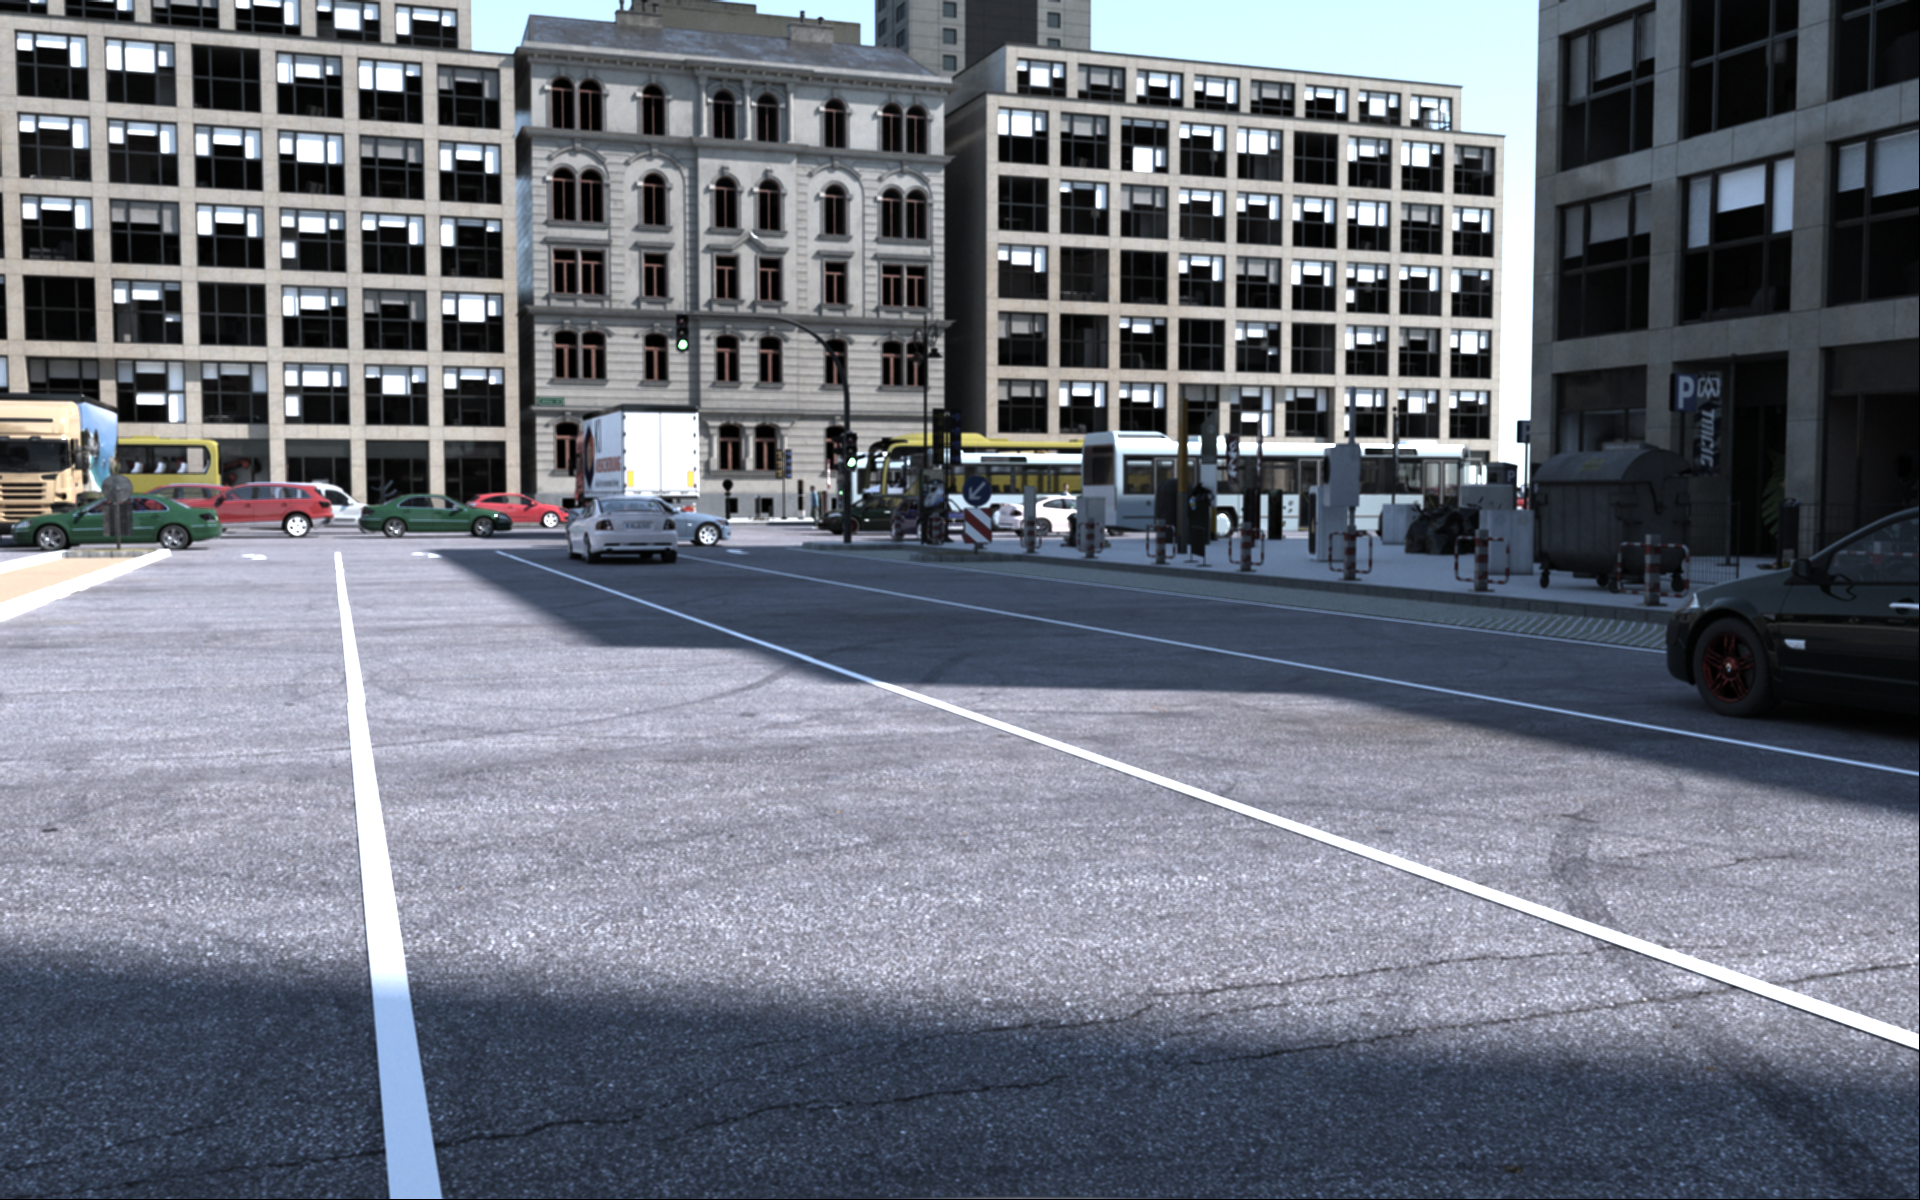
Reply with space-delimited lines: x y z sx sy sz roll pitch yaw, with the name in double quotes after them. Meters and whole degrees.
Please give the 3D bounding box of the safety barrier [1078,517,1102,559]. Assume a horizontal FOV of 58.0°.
2.589 -1.236 34.482 0.300 0.817 1.120 -1 4 -20 "safety barrier"

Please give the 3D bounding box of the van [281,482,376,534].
-22.779 -3.402 62.626 4.112 2.044 2.013 -1 4 -21 "van"

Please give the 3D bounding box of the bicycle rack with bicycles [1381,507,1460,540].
13.124 -2.112 47.918 2.925 0.926 2.852 -3 5 -43 "bicycle rack with bicycles"

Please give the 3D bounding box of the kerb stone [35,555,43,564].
-18.825 -0.791 35.194 0.120 0.150 1.000 -1 4 -20 "kerb stone"

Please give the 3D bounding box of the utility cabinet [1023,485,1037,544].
1.811 -2.194 44.549 0.318 1.500 1.173 0 4 4 "utility cabinet"

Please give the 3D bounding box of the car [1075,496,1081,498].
5.710 -3.474 65.595 4.718 1.807 1.959 -1 4 -20 "car"

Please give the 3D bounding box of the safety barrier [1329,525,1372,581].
5.787 -0.698 25.695 0.300 0.817 1.120 -1 4 -20 "safety barrier"

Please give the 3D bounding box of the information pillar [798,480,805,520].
-8.018 -5.072 87.413 0.304 2.012 0.304 1 4 8 "information pillar"

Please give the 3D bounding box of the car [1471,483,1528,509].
18.583 -3.337 63.226 2.281 1.827 5.304 -1 4 -22 "car"

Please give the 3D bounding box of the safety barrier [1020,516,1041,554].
1.528 -1.415 37.413 0.300 0.817 1.120 -1 4 -20 "safety barrier"

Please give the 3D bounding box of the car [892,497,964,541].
-0.837 -2.510 53.624 1.945 1.354 3.894 -1 4 -20 "car"

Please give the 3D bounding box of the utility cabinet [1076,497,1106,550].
3.052 -1.793 40.472 0.306 1.237 1.020 2 4 29 "utility cabinet"

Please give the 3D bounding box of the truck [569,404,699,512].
-11.347 -4.315 59.456 2.839 4.237 11.283 -1 4 -21 "truck"

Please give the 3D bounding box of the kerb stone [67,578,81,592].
-12.972 -0.180 25.212 0.120 0.150 1.000 -1 4 -20 "kerb stone"

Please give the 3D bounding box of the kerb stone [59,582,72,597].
-12.606 -0.122 24.247 0.120 0.150 1.000 -1 4 -20 "kerb stone"

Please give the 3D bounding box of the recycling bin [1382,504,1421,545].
11.245 -1.931 44.123 0.722 1.027 0.722 3 5 44 "recycling bin"

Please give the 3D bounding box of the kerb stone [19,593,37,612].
-11.548 0.052 21.340 0.120 0.150 1.000 -1 4 -20 "kerb stone"

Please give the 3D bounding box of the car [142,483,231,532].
-28.783 -3.336 63.221 5.304 1.827 2.281 -1 4 -19 "car"

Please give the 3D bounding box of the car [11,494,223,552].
-21.604 -1.998 44.467 4.920 1.459 2.131 -1 4 -19 "car"

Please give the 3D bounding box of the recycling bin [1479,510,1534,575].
8.752 -0.930 27.760 0.722 1.027 0.722 0 4 5 "recycling bin"

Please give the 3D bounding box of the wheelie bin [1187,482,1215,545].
6.098 -2.208 44.004 0.693 1.594 0.980 1 4 14 "wheelie bin"

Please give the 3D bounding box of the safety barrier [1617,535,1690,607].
7.925 -0.339 19.819 0.300 0.817 1.120 -1 4 -20 "safety barrier"

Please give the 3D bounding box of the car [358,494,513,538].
-17.383 -2.795 57.492 4.920 1.459 2.131 -1 4 -21 "car"

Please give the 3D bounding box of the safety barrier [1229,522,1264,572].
4.727 -0.877 28.621 0.300 0.817 1.120 -1 4 -20 "safety barrier"

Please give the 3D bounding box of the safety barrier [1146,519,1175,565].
3.657 -1.057 31.560 0.300 0.817 1.120 -1 4 -20 "safety barrier"

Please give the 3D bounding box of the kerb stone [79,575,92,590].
-13.305 -0.244 26.190 0.120 0.150 1.000 -1 4 -20 "kerb stone"

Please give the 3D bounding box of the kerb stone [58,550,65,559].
-19.881 -0.973 38.098 0.120 0.150 1.000 -1 4 -20 "kerb stone"

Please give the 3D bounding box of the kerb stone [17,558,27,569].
-18.122 -0.676 33.253 0.120 0.150 1.000 -1 4 -20 "kerb stone"

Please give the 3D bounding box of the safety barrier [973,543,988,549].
0.462 -1.594 40.337 0.300 0.817 1.120 -1 4 -20 "safety barrier"

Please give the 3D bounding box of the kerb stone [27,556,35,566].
-18.478 -0.736 34.223 0.120 0.150 1.000 -1 4 -20 "kerb stone"

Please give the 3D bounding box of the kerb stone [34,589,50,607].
-11.901 -0.007 22.305 0.120 0.150 1.000 -1 4 -20 "kerb stone"

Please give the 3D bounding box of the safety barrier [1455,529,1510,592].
6.855 -0.519 22.765 0.300 0.817 1.120 -1 4 -20 "safety barrier"

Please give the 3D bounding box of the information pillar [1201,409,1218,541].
6.895 -3.458 47.892 0.504 3.616 0.183 3 5 39 "information pillar"

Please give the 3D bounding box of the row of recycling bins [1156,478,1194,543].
5.786 -2.417 46.629 1.069 1.692 3.534 0 4 7 "row of recycling bins"

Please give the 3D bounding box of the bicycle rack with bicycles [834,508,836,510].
-5.232 -4.710 90.388 2.925 0.926 2.852 0 4 -8 "bicycle rack with bicycles"

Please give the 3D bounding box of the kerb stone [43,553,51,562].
-19.185 -0.852 36.160 0.120 0.150 1.000 -1 4 -20 "kerb stone"

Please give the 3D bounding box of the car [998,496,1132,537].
3.669 -2.853 59.009 4.827 1.381 2.083 -1 4 -19 "car"

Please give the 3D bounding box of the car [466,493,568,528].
-18.831 -3.953 73.671 4.494 1.783 2.155 -1 4 -19 "car"

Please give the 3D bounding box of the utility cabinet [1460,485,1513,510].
12.330 -1.952 40.592 1.173 1.500 0.318 1 4 10 "utility cabinet"

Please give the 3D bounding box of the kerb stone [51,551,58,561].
-19.533 -0.914 37.131 0.120 0.150 1.000 -1 4 -20 "kerb stone"

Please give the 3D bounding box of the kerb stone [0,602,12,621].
-11.193 0.112 20.371 0.120 0.150 1.000 -1 4 -20 "kerb stone"

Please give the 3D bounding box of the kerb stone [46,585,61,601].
-12.262 -0.066 23.276 0.120 0.150 1.000 -1 4 -20 "kerb stone"

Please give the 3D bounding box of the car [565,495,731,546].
-8.567 -2.184 47.715 4.499 1.417 2.014 -1 4 -18 "car"

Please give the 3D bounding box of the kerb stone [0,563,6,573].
-17.776 -0.617 32.285 0.120 0.150 1.000 -1 4 -20 "kerb stone"

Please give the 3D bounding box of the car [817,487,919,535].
-2.959 -3.164 61.522 4.222 1.686 2.009 -1 4 -21 "car"

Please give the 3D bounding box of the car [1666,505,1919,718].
6.127 -0.027 10.226 2.009 1.686 4.222 -1 4 -19 "car"

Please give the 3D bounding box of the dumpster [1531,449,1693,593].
8.699 -1.062 23.121 1.264 1.857 1.865 -1 4 -20 "dumpster"

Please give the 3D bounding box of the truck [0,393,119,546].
-26.434 -3.755 50.315 2.839 4.237 11.283 -1 4 -20 "truck"

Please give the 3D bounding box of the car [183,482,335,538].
-23.436 -2.961 57.084 5.304 1.827 2.281 -1 4 -20 "car"

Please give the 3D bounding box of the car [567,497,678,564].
-7.284 -1.519 37.191 2.083 1.381 4.827 -1 4 -20 "car"

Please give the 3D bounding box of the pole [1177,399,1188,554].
4.774 -2.648 37.133 0.158 3.312 0.155 0 3 0 "pole"

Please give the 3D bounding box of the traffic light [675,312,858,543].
-4.903 -4.254 44.222 4.771 5.953 1.251 -1 4 -20 "traffic light"

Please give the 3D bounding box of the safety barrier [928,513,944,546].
-0.602 -1.773 43.265 0.300 0.817 1.120 -1 4 -20 "safety barrier"

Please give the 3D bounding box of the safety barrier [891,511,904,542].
-1.669 -1.952 46.188 0.300 0.817 1.120 -1 4 -20 "safety barrier"
